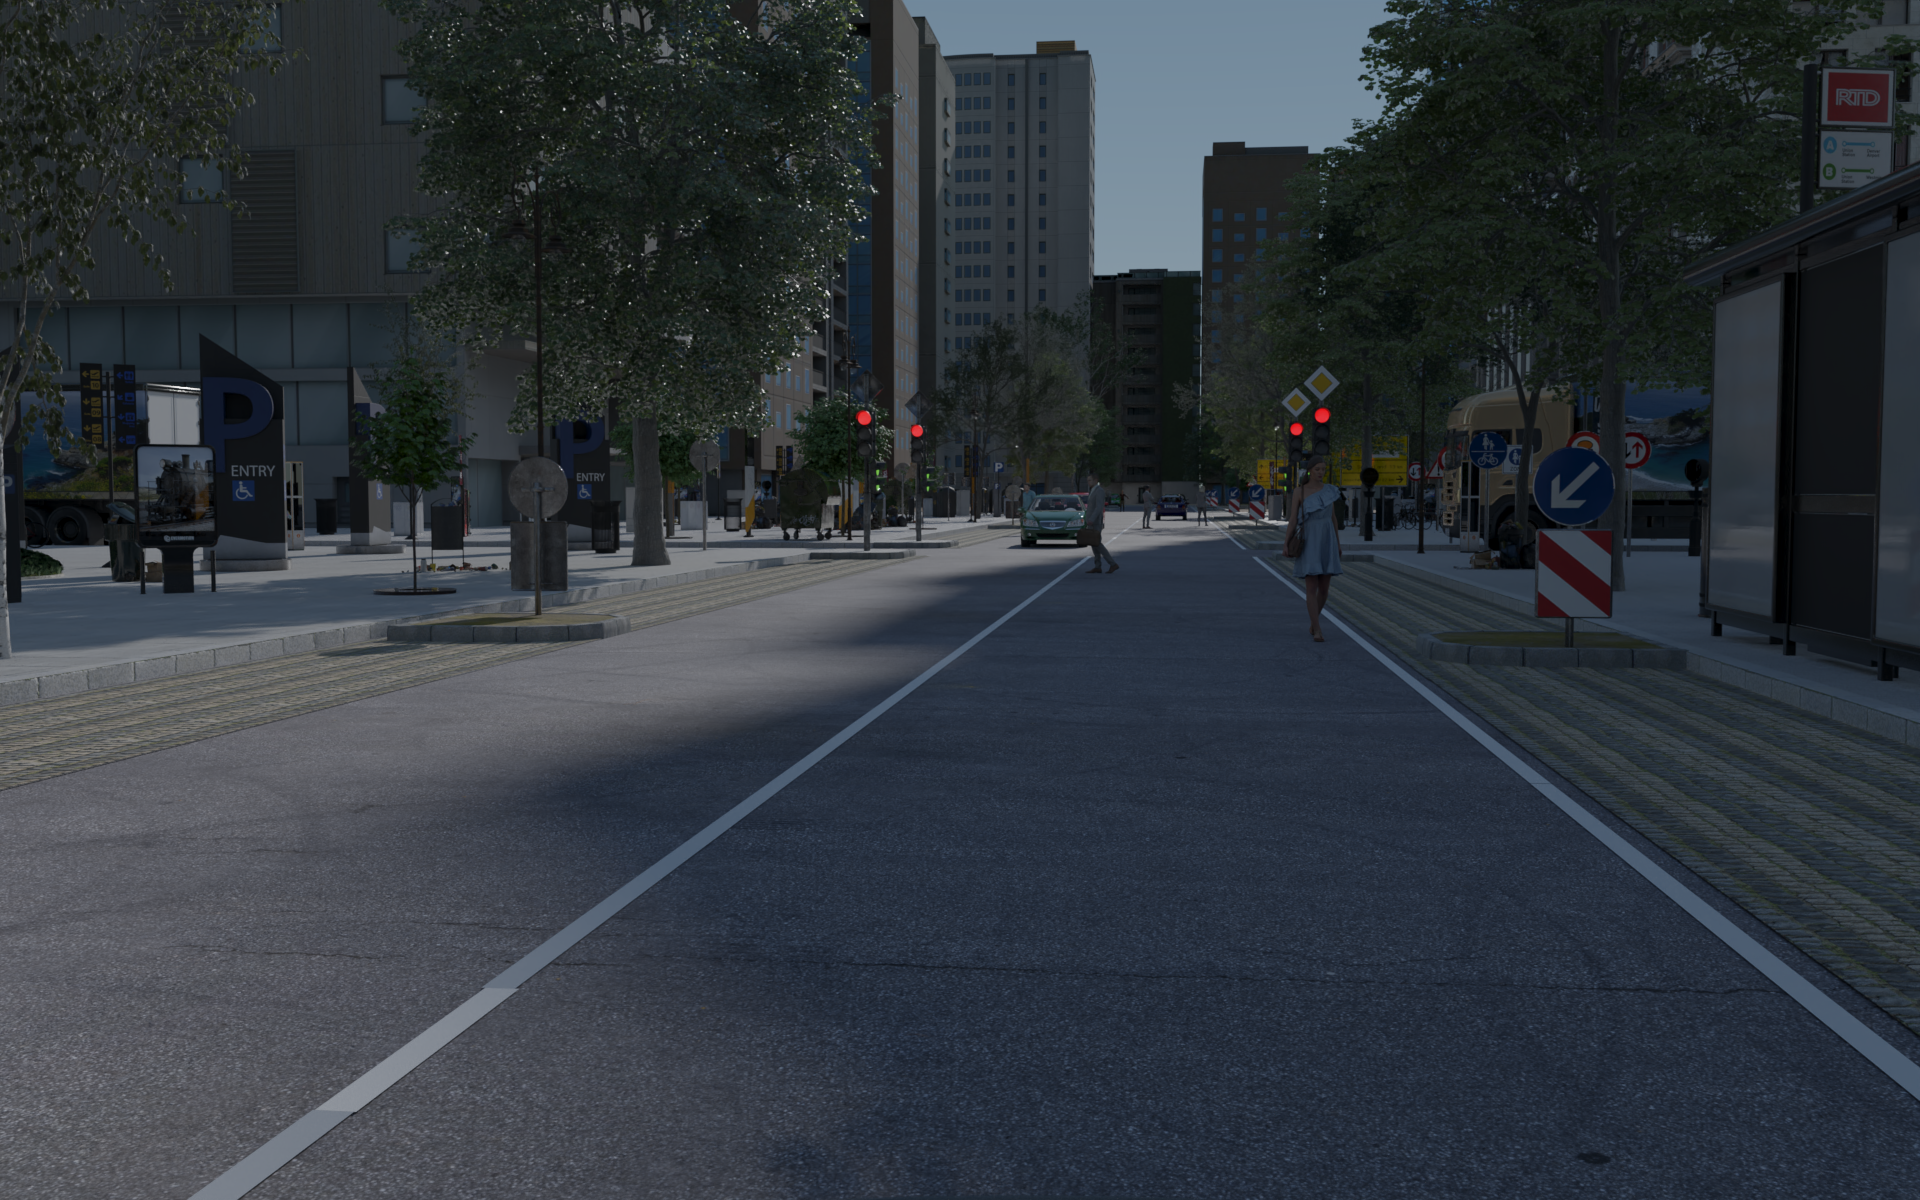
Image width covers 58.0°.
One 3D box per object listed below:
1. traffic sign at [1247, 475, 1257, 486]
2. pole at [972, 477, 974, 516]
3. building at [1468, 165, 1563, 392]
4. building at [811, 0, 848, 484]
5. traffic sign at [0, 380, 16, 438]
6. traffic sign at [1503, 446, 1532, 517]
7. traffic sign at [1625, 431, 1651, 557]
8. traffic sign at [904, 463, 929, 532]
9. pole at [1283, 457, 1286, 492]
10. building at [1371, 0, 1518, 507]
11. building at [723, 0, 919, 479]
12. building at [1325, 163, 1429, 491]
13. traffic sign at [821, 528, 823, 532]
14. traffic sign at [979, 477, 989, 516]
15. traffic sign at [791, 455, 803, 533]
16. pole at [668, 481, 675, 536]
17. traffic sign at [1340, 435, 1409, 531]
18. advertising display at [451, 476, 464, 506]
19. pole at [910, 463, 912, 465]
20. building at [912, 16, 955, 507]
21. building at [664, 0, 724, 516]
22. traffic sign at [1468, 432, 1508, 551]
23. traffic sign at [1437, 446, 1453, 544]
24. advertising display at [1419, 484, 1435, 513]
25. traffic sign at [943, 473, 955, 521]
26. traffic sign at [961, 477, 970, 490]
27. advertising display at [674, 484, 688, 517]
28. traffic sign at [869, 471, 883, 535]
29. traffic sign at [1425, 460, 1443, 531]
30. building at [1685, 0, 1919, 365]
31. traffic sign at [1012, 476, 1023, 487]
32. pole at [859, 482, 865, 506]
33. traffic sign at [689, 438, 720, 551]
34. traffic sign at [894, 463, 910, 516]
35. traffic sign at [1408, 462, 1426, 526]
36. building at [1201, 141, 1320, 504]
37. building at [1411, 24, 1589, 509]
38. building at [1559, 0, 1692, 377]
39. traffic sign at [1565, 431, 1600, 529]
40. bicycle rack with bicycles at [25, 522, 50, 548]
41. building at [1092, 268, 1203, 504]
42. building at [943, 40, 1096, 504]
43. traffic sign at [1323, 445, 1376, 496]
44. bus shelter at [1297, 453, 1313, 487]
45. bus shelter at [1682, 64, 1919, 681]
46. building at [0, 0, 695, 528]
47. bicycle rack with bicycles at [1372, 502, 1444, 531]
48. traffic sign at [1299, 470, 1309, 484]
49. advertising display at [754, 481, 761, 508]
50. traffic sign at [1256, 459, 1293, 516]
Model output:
[{"bbox_3d":[19.778,-7.149,116.890,0.884,2.594,0.081,1,4,9],"label":"traffic sign"},{"bbox_3d":[0.744,-6.578,101.389,0.158,3.312,0.155,0,3,0],"label":"pole"},{"bbox_3d":[39.613,-16.141,105.712,13.314,21.916,24.055,0,4,7],"label":"building"},{"bbox_3d":[-17.468,-42.575,134.357,20.563,71.187,20.611,0,4,7],"label":"building"},{"bbox_3d":[-10.381,-1.120,18.422,0.768,2.556,0.104,1,4,12],"label":"traffic sign"},{"bbox_3d":[11.614,-2.080,36.143,0.606,2.300,0.079,1,4,12],"label":"traffic sign"},{"bbox_3d":[13.615,-2.146,35.197,0.768,2.556,0.104,1,4,10],"label":"traffic sign"},{"bbox_3d":[-1.489,-3.615,59.115,0.884,2.594,0.081,1,4,12],"label":"traffic sign"},{"bbox_3d":[17.695,-6.153,94.452,0.158,3.312,0.155,0,3,0],"label":"pole"},{"bbox_3d":[51.748,-51.908,161.372,22.319,86.520,31.000,0,4,7],"label":"building"},{"bbox_3d":[-11.486,-30.691,151.913,14.600,45.320,14.200,0,4,7],"label":"building"},{"bbox_3d":[60.126,-34.821,223.942,28.867,44.769,22.147,0,4,7],"label":"building"},{"bbox_3d":[-4.593,-3.514,57.461,0.884,2.594,0.081,1,4,14],"label":"traffic sign"},{"bbox_3d":[1.403,-6.073,101.424,0.606,2.300,0.079,1,4,9],"label":"traffic sign"},{"bbox_3d":[-5.260,-3.476,56.829,0.884,2.594,0.081,1,4,15],"label":"traffic sign"},{"bbox_3d":[-8.809,-3.604,52.771,0.158,3.312,0.155,0,3,0],"label":"pole"},{"bbox_3d":[14.222,-4.014,59.498,2.265,3.308,0.079,1,4,15],"label":"traffic sign"},{"bbox_3d":[-18.046,-3.486,62.210,0.123,1.923,0.974,-3,4,-37],"label":"advertising display"},{"bbox_3d":[-3.150,-7.276,112.798,0.158,3.312,0.155,0,3,0],"label":"pole"},{"bbox_3d":[-12.231,-33.734,175.245,21.600,48.544,21.300,0,4,7],"label":"building"},{"bbox_3d":[-17.260,-27.827,105.088,14.600,45.320,14.200,0,4,7],"label":"building"},{"bbox_3d":[10.772,-2.158,35.396,0.768,2.556,0.104,1,4,13],"label":"traffic sign"},{"bbox_3d":[12.746,-2.739,44.888,0.768,2.556,0.104,1,4,10],"label":"traffic sign"},{"bbox_3d":[28.672,-6.186,106.353,0.974,1.923,0.123,1,4,9],"label":"advertising display"},{"bbox_3d":[-0.540,-4.901,82.254,0.606,2.300,0.079,1,4,17],"label":"traffic sign"},{"bbox_3d":[0.368,-6.194,103.403,0.606,2.300,0.079,1,4,10],"label":"traffic sign"},{"bbox_3d":[-15.685,-5.613,96.987,0.974,1.923,0.123,-3,5,-40],"label":"advertising display"},{"bbox_3d":[-2.831,-3.318,54.247,0.884,2.594,0.081,1,4,14],"label":"traffic sign"},{"bbox_3d":[16.456,-3.645,59.596,0.884,2.594,0.081,1,4,11],"label":"traffic sign"},{"bbox_3d":[35.867,-12.612,60.950,16.860,20.320,10.420,0,4,7],"label":"building"},{"bbox_3d":[4.015,-7.451,121.934,0.768,2.556,0.104,1,4,9],"label":"traffic sign"},{"bbox_3d":[-3.752,-4.396,65.724,0.158,3.312,0.155,0,3,0],"label":"pole"},{"bbox_3d":[-5.802,-2.396,39.285,0.768,2.556,0.104,1,4,16],"label":"traffic sign"},{"bbox_3d":[-2.329,-4.293,70.302,0.768,2.556,0.104,1,4,16],"label":"traffic sign"},{"bbox_3d":[18.112,-4.202,68.812,0.768,2.556,0.104,1,4,10],"label":"traffic sign"},{"bbox_3d":[38.282,-35.024,222.749,14.200,45.320,14.600,0,4,7],"label":"building"},{"bbox_3d":[52.404,-27.065,134.391,32.217,40.220,23.993,0,4,7],"label":"building"},{"bbox_3d":[37.065,-17.991,81.537,14.401,28.519,23.554,0,4,7],"label":"building"},{"bbox_3d":[12.600,-2.133,34.988,0.768,2.556,0.104,1,4,14],"label":"traffic sign"},{"bbox_3d":[-22.686,-1.604,39.611,2.925,0.926,2.852,-1,4,-16],"label":"bicycle rack with bicycles"},{"bbox_3d":[24.257,-27.732,225.113,14.107,30.474,14.160,0,4,7],"label":"building"},{"bbox_3d":[3.661,-42.086,230.106,28.212,58.520,21.231,0,4,7],"label":"building"},{"bbox_3d":[15.607,-4.640,69.745,2.265,3.308,0.079,0,4,8],"label":"traffic sign"},{"bbox_3d":[18.995,-7.043,92.784,2.179,5.291,8.768,0,4,7],"label":"bus shelter"},{"bbox_3d":[7.404,-2.223,13.981,2.179,5.291,8.768,0,4,7],"label":"bus shelter"},{"bbox_3d":[-27.822,-29.794,76.375,28.713,52.752,27.495,0,4,7],"label":"building"},{"bbox_3d":[15.810,-2.978,62.080,2.852,0.926,2.925,-1,4,-21],"label":"bicycle rack with bicycles"},{"bbox_3d":[14.581,-4.337,73.047,0.606,2.300,0.079,1,4,12],"label":"traffic sign"},{"bbox_3d":[-10.280,-5.018,87.260,0.123,1.923,0.974,1,4,20],"label":"advertising display"},{"bbox_3d":[18.236,-6.481,99.834,2.265,3.308,0.079,1,4,15],"label":"traffic sign"}]
